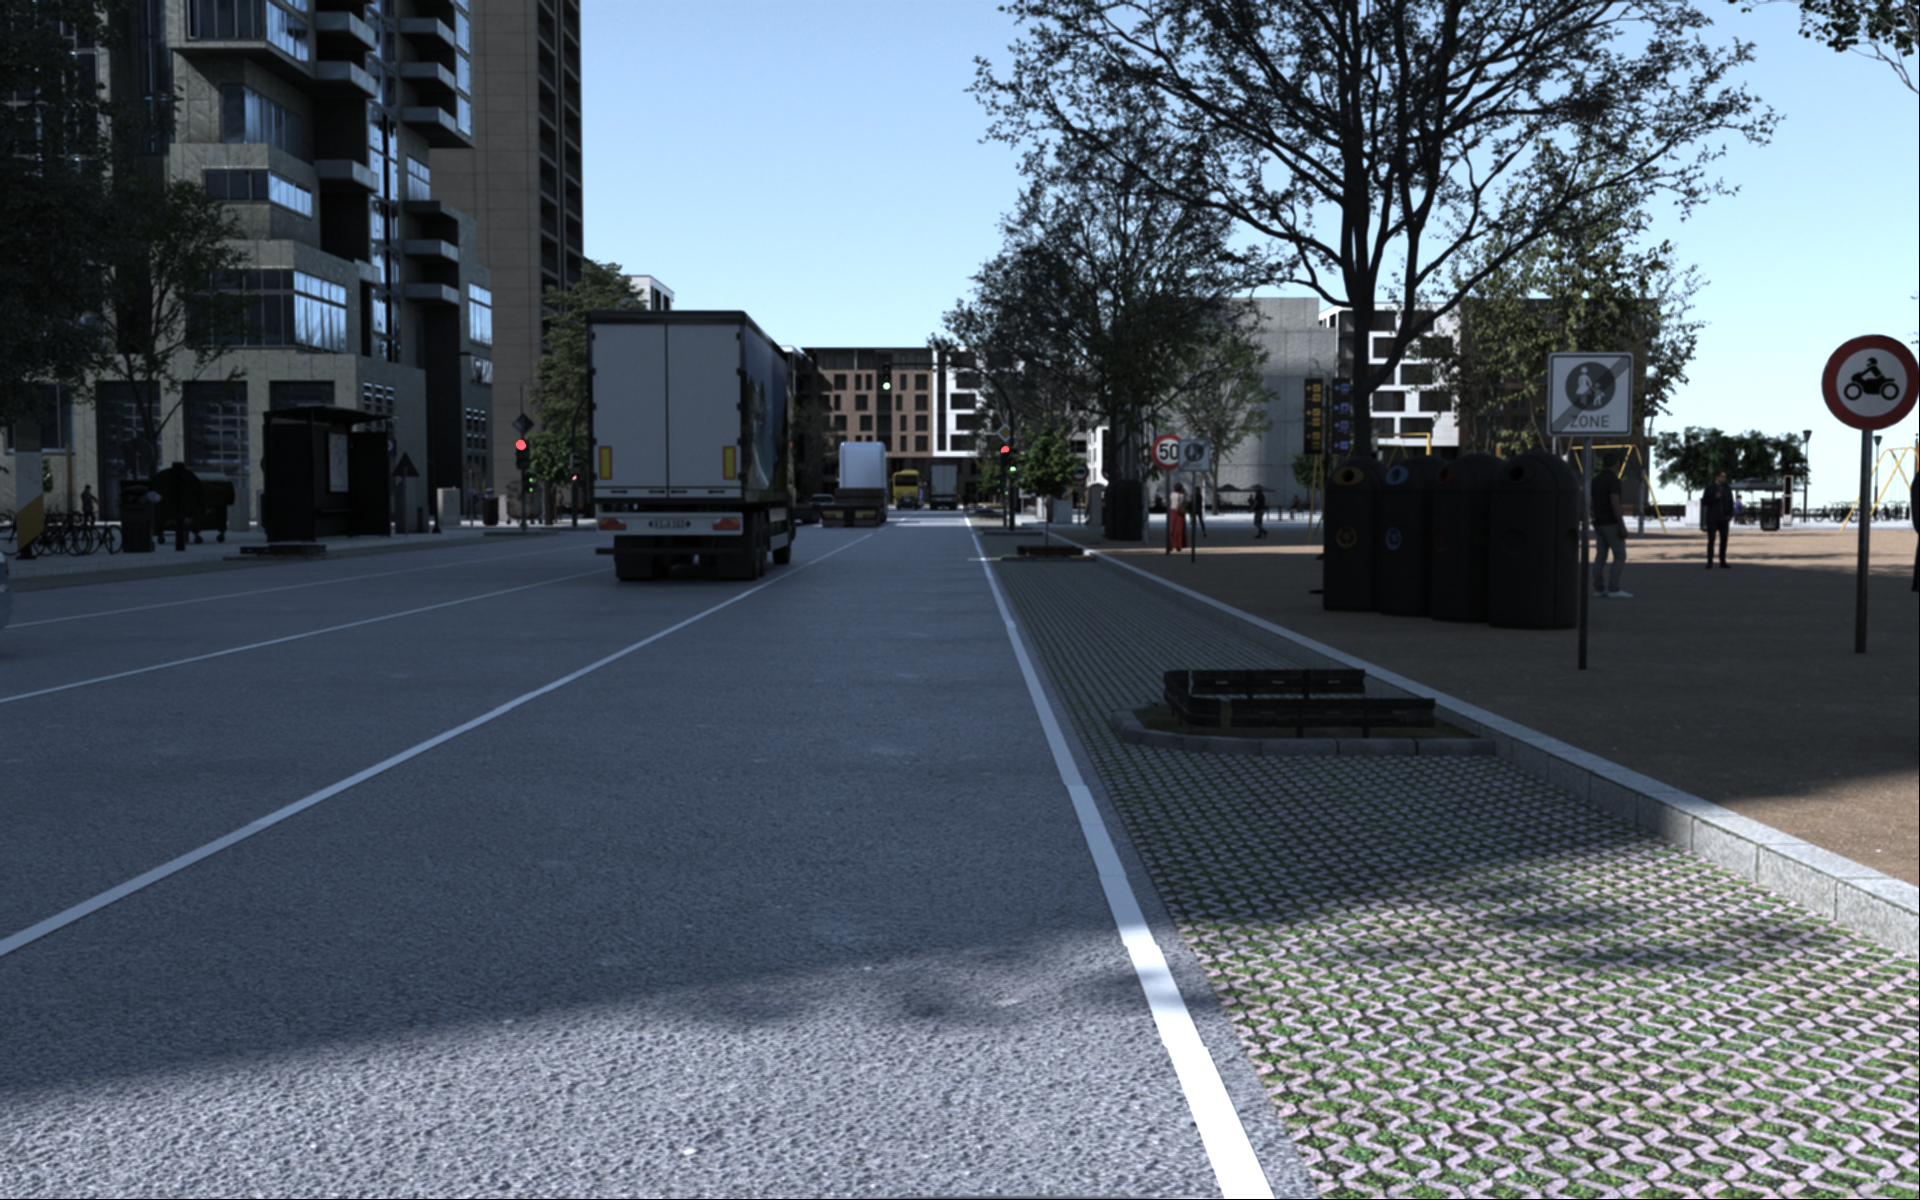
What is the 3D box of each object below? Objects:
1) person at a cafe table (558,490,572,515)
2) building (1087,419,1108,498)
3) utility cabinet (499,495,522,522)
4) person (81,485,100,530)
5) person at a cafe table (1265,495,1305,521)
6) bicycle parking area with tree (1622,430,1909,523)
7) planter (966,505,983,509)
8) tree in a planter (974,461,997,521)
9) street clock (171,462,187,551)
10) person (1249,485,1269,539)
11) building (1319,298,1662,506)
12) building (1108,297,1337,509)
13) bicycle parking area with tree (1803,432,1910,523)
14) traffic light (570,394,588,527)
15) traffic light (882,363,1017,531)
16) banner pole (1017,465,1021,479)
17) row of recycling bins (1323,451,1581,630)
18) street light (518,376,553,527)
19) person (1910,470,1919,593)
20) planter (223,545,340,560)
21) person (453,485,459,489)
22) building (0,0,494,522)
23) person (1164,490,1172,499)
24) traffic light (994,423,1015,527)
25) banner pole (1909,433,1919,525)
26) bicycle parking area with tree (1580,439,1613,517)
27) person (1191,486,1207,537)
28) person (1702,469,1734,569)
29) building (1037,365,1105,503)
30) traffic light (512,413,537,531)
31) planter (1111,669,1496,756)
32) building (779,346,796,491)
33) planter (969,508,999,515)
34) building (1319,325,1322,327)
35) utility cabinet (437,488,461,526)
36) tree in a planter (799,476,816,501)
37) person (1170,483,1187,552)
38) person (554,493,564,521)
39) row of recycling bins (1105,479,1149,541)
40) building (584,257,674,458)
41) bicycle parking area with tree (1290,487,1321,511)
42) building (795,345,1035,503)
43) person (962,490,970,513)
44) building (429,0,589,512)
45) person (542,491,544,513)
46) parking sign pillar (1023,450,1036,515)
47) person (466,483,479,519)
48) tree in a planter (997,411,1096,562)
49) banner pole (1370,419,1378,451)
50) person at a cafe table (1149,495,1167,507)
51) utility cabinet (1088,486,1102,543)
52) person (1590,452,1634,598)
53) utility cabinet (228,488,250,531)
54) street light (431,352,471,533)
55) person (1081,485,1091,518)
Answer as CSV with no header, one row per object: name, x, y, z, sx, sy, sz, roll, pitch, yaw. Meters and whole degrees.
person at a cafe table,-24.143,-5.907,105.099,1.698,1.524,1.622,-2,4,-35
building,19.869,-15.455,194.842,9.099,9.664,28.070,0,3,0
utility cabinet,-20.582,-4.172,79.371,1.020,1.237,0.306,0,4,4
person,-31.142,-3.252,62.114,0.568,1.767,0.683,0,4,-1
person at a cafe table,15.644,-4.404,82.860,1.726,1.238,1.698,3,5,42
bicycle parking area with tree,36.756,-5.691,80.043,9.016,4.147,8.231,-1,4,-10
planter,1.578,-9.166,170.997,1.991,0.319,1.994,0,3,0
tree in a planter,1.745,-5.863,93.075,1.991,3.239,1.994,0,3,0
street clock,-17.602,-2.109,39.044,0.358,2.002,0.471,-1,4,-19
person,8.612,-2.541,49.791,0.569,1.553,0.471,-2,4,-25
building,56.699,-21.461,194.866,32.646,21.610,27.936,0,3,0
building,23.816,-18.203,164.080,16.747,18.905,31.486,0,3,0
bicycle parking area with tree,47.172,-5.905,83.551,9.016,4.147,8.231,-3,4,-38
traffic light,-13.064,-5.718,68.162,4.771,5.953,1.251,0,3,0
traffic light,-0.308,-5.222,60.044,4.771,5.953,1.251,0,3,0
banner pole,4.347,-8.096,122.388,0.863,3.779,0.401,-1,4,-14
row of recycling bins,5.021,-0.663,17.954,1.069,1.692,3.534,-2,4,-24
street light,-16.650,-5.839,68.009,1.470,5.913,1.316,0,3,0
person,4.867,-0.092,8.471,0.541,1.710,0.530,-1,4,-13
planter,-14.805,-1.036,38.080,1.991,0.319,1.994,0,3,0
person,-20.534,-3.825,70.038,0.566,1.644,0.517,-1,4,-14
building,-38.959,-47.716,92.826,22.319,86.520,31.000,0,3,0
person,15.260,-7.209,125.874,0.963,1.587,0.435,0,4,0
traffic light,1.766,-4.847,68.175,0.839,4.253,0.868,0,3,0
banner pole,39.160,-4.955,71.024,0.401,3.779,0.863,2,4,35
bicycle parking area with tree,36.186,-6.296,89.935,8.231,4.147,9.016,1,4,12
person,7.095,-2.619,51.404,0.613,1.512,0.480,3,5,39
person,13.063,-1.400,29.860,0.541,1.710,0.530,1,4,12
building,26.352,-23.216,246.032,31.486,18.905,16.747,0,3,0
traffic light,-15.138,-4.356,60.137,0.839,4.253,0.868,0,3,0
planter,1.934,0.657,10.402,1.991,0.319,1.994,0,3,0
building,-39.297,-24.959,252.055,32.646,21.610,27.936,0,3,0
planter,1.695,-6.053,120.108,1.991,0.319,1.994,0,3,0
building,34.675,-21.016,200.024,11.380,20.091,16.016,0,3,0
utility cabinet,-20.227,-3.662,68.546,0.318,1.500,1.173,1,4,18
tree in a planter,-15.093,-10.575,170.129,1.991,3.239,1.994,0,3,0
person,4.811,-1.830,38.438,0.523,1.526,0.387,3,5,43
person,-19.174,-4.451,82.729,0.435,1.345,0.340,-2,4,-32
row of recycling bins,4.660,-2.561,48.985,1.069,1.692,3.534,0,4,-2
building,-42.787,-19.309,159.679,27.936,21.610,32.646,0,3,0
bicycle parking area with tree,29.965,-9.114,136.017,8.231,4.147,9.016,1,4,15
building,-5.945,-24.942,251.779,32.646,21.610,27.936,0,3,0
person,0.401,-7.316,128.820,0.576,1.737,0.504,-3,5,-43
building,-37.720,-42.386,131.267,20.563,71.187,20.611,0,3,0
person,-28.749,-6.836,118.473,0.621,1.740,0.551,-2,4,-33
parking sign pillar,4.544,-7.146,105.312,1.447,3.967,1.447,1,4,21
person,-25.206,-5.117,89.570,0.709,1.838,0.599,-3,4,-38
tree in a planter,1.880,-2.449,37.256,1.991,3.239,1.994,0,3,0
banner pole,13.878,-4.174,58.259,0.401,3.779,0.863,3,4,38
person at a cafe table,13.525,-6.596,118.702,1.698,1.238,1.726,1,4,17
utility cabinet,3.502,-2.223,45.027,0.318,1.500,1.173,0,4,2
person,8.112,-0.941,21.558,0.434,1.807,0.598,0,4,0
utility cabinet,-24.646,-3.089,59.178,0.318,1.500,1.173,-3,5,-43
street light,-16.621,-5.141,56.603,1.470,5.913,1.316,0,3,0
person,6.911,-5.248,92.408,0.990,1.755,0.434,3,4,39
